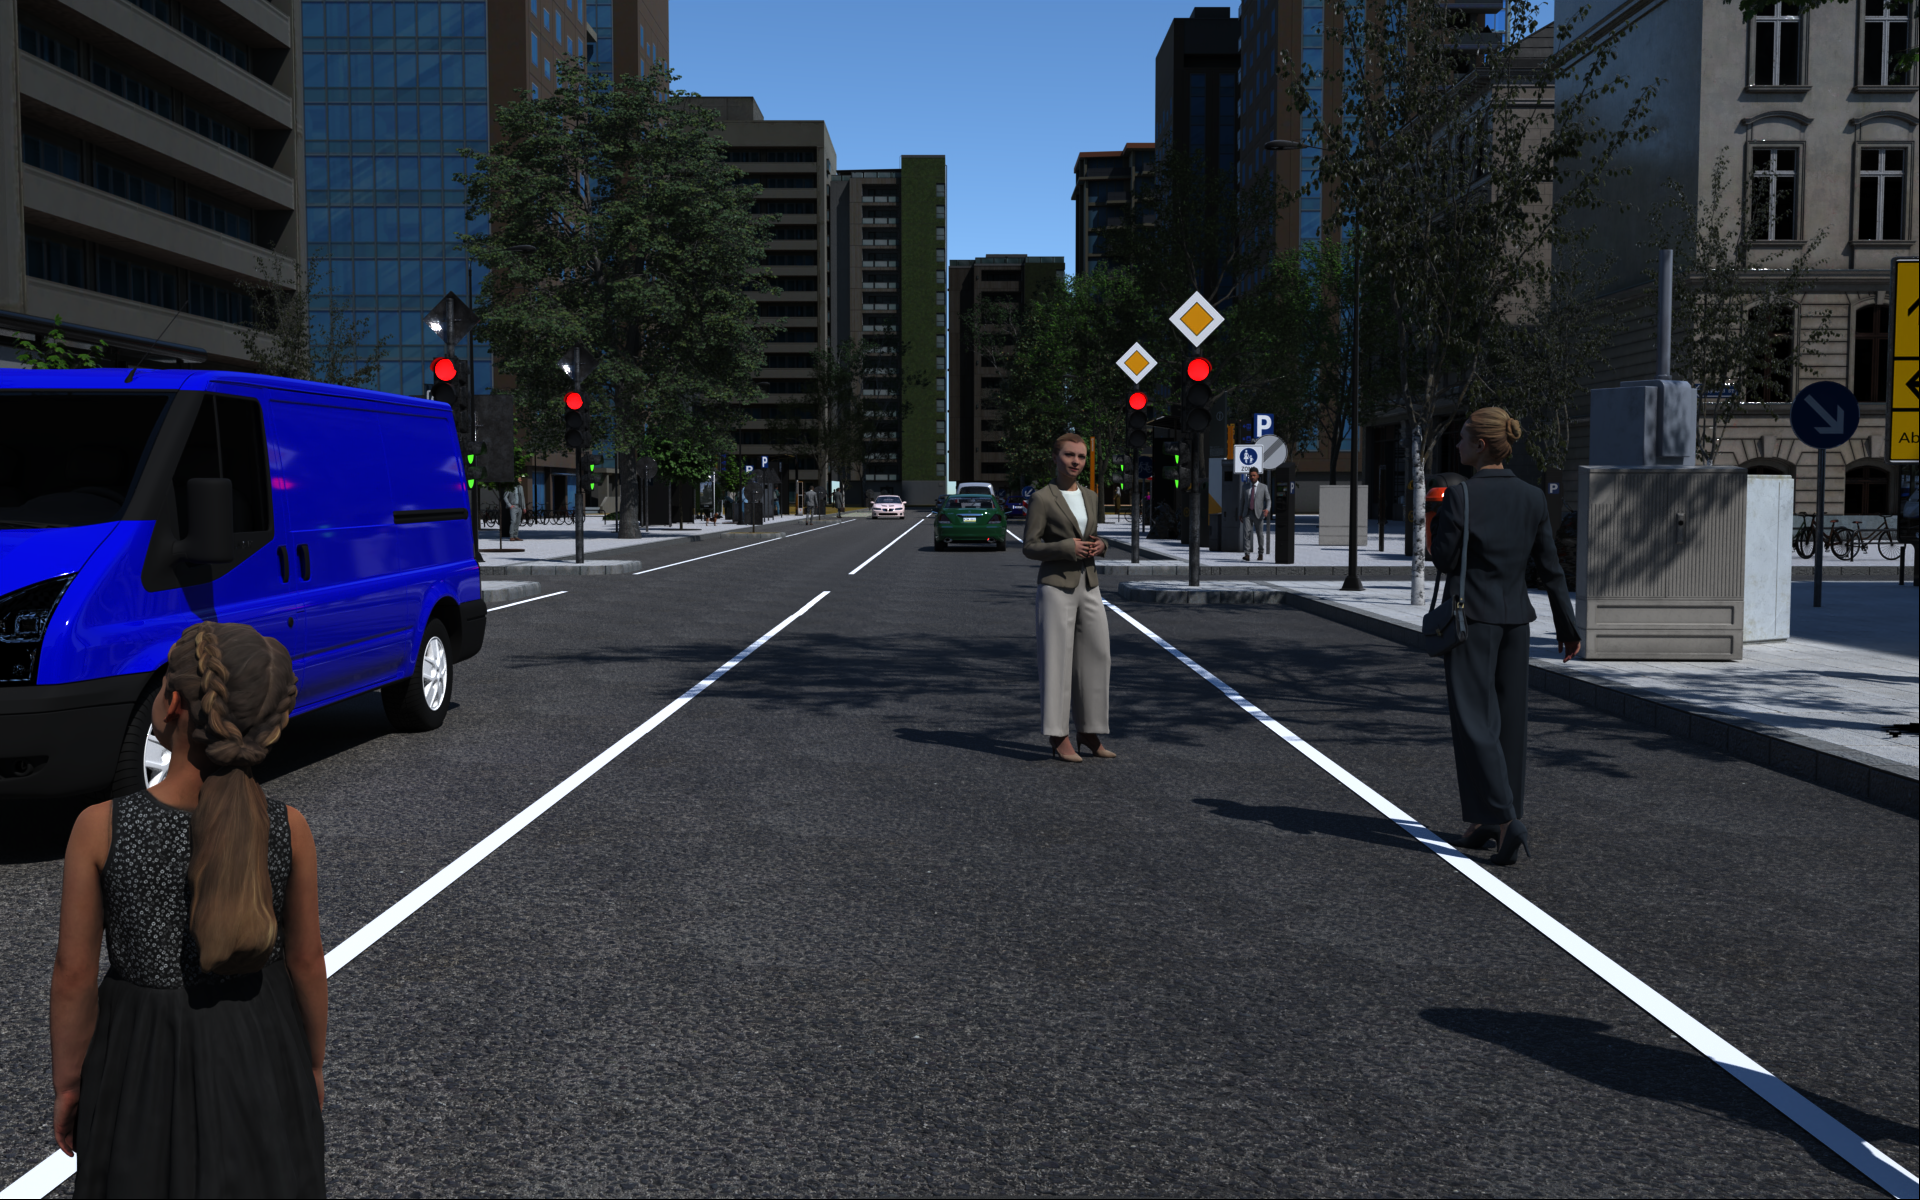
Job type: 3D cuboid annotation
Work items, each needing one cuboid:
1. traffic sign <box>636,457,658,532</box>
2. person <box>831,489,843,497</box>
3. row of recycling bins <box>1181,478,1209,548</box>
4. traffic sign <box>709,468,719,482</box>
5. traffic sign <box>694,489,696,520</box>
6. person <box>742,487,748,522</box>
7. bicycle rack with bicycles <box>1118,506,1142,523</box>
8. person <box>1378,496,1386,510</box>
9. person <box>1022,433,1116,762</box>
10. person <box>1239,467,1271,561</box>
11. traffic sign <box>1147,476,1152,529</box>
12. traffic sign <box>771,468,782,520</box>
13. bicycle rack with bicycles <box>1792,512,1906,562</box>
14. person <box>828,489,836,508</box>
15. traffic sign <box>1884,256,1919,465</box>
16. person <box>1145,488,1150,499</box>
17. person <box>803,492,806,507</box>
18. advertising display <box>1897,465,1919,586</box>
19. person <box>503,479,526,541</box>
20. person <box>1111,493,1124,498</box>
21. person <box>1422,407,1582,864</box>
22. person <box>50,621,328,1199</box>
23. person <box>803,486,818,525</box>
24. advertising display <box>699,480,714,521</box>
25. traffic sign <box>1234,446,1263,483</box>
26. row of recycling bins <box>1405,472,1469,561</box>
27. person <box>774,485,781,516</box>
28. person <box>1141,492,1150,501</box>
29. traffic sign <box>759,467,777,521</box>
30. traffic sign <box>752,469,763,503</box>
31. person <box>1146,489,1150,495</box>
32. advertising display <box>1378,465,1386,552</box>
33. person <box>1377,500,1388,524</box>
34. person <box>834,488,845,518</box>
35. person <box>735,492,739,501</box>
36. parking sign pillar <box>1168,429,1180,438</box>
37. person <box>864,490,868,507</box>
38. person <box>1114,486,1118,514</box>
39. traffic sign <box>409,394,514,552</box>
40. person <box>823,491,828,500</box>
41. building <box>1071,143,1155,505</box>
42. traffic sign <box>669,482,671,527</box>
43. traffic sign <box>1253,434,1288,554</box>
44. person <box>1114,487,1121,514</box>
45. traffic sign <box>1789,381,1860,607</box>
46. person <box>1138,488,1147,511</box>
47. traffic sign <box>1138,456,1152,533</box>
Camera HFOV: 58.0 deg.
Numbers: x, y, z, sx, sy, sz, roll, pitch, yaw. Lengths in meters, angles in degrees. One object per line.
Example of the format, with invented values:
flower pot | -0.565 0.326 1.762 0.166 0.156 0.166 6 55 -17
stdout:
traffic sign | -10.638 -3.590 58.795 0.768 2.556 0.104 1 4 9
person | -11.866 -9.833 166.832 1.348 1.822 0.705 -1 4 -18
row of recycling bins | 6.215 -2.202 43.119 1.069 1.692 3.534 0 4 -2
traffic sign | -11.562 -4.993 81.375 0.795 2.593 0.064 0 4 3
traffic sign | -13.210 -5.279 86.317 0.884 2.594 0.081 0 4 3
person | -9.764 -4.411 78.421 0.793 1.790 0.793 -3 5 -42
bicycle rack with bicycles | 8.589 -3.971 78.312 2.925 0.926 2.852 -1 4 -23
person | 18.296 -3.934 75.051 0.352 1.250 0.332 1 4 9
person | 0.604 -0.015 9.287 0.519 1.759 0.362 -2 4 -33
person | 5.661 -1.649 33.271 0.678 1.792 0.850 1 4 23
traffic sign | 7.051 -3.898 63.840 0.768 2.556 0.104 0 4 6
traffic sign | -9.216 -5.222 85.377 0.884 2.594 0.081 0 4 6
bicycle rack with bicycles | 17.267 -1.264 34.045 2.925 0.926 2.852 -1 4 -18
person | -11.632 -9.378 160.194 1.217 1.723 0.721 -1 4 -19
traffic sign | 9.103 -1.287 14.908 2.265 3.308 0.079 0 4 2
person | 15.553 -8.389 143.289 0.705 1.814 1.350 0 4 -7
person | -15.457 -9.997 170.016 1.217 1.766 0.721 -1 4 -9
advertising display | 13.399 -1.145 23.938 0.123 1.923 0.974 -1 4 -18
person | -12.156 -2.521 47.369 0.391 1.810 0.635 2 4 25
person | 14.859 -9.556 163.003 1.217 1.743 0.721 0 4 6
person | 2.141 0.127 6.848 0.576 1.772 0.534 -3 5 -39
person | -1.088 0.655 2.463 0.362 1.253 0.373 -2 4 -25
person | -6.898 -4.367 80.015 0.709 1.813 0.853 0 4 5
advertising display | -11.997 -4.704 82.125 0.974 1.923 0.123 3 5 43
traffic sign | 5.982 -2.070 35.975 0.606 2.300 0.079 1 4 9
row of recycling bins | 9.559 -1.675 34.498 1.069 1.692 3.534 0 4 7
person | -10.528 -5.681 98.906 0.713 1.824 0.794 -1 4 -22
person | 11.942 -6.157 109.939 0.991 1.433 0.599 1 4 15
traffic sign | -9.242 -5.106 83.489 0.884 2.594 0.081 0 4 4
traffic sign | -10.298 -5.389 88.217 0.768 2.556 0.104 0 4 0
person | 17.406 -9.315 159.020 0.721 1.739 1.217 3 5 42
advertising display | 9.496 -2.066 38.997 0.123 1.923 0.974 1 4 12
person | 17.738 -3.819 72.754 0.475 1.303 0.640 -3 5 -39
person | -7.159 -5.769 102.918 0.694 1.812 0.767 3 4 38
person | -17.054 -7.787 133.446 0.705 1.814 1.350 -3 4 -38
parking sign pillar | 8.069 -4.496 61.974 1.447 3.967 1.447 -2 4 -29
person | -9.288 -10.088 171.893 0.530 1.710 0.541 3 5 42
person | 10.283 -6.561 113.410 0.705 1.812 1.348 0 4 7
traffic sign | -10.235 -2.547 35.521 2.265 3.308 0.079 1 4 9
person | -13.922 -10.455 177.705 0.721 1.743 1.217 3 5 40
building | 26.979 -34.255 214.687 28.867 44.769 22.147 0 3 0
traffic sign | -11.204 -4.083 66.863 0.768 2.556 0.104 0 4 2
traffic sign | 6.575 -2.250 36.893 0.768 2.556 0.104 0 4 3
person | 9.921 -6.298 109.744 0.721 1.736 1.217 1 4 19
traffic sign | 9.749 -1.193 19.617 0.768 2.556 0.104 0 4 4
person | 13.319 -7.465 128.918 1.217 1.723 0.721 2 4 24
traffic sign | 6.121 -3.522 57.689 0.768 2.556 0.104 0 4 0
